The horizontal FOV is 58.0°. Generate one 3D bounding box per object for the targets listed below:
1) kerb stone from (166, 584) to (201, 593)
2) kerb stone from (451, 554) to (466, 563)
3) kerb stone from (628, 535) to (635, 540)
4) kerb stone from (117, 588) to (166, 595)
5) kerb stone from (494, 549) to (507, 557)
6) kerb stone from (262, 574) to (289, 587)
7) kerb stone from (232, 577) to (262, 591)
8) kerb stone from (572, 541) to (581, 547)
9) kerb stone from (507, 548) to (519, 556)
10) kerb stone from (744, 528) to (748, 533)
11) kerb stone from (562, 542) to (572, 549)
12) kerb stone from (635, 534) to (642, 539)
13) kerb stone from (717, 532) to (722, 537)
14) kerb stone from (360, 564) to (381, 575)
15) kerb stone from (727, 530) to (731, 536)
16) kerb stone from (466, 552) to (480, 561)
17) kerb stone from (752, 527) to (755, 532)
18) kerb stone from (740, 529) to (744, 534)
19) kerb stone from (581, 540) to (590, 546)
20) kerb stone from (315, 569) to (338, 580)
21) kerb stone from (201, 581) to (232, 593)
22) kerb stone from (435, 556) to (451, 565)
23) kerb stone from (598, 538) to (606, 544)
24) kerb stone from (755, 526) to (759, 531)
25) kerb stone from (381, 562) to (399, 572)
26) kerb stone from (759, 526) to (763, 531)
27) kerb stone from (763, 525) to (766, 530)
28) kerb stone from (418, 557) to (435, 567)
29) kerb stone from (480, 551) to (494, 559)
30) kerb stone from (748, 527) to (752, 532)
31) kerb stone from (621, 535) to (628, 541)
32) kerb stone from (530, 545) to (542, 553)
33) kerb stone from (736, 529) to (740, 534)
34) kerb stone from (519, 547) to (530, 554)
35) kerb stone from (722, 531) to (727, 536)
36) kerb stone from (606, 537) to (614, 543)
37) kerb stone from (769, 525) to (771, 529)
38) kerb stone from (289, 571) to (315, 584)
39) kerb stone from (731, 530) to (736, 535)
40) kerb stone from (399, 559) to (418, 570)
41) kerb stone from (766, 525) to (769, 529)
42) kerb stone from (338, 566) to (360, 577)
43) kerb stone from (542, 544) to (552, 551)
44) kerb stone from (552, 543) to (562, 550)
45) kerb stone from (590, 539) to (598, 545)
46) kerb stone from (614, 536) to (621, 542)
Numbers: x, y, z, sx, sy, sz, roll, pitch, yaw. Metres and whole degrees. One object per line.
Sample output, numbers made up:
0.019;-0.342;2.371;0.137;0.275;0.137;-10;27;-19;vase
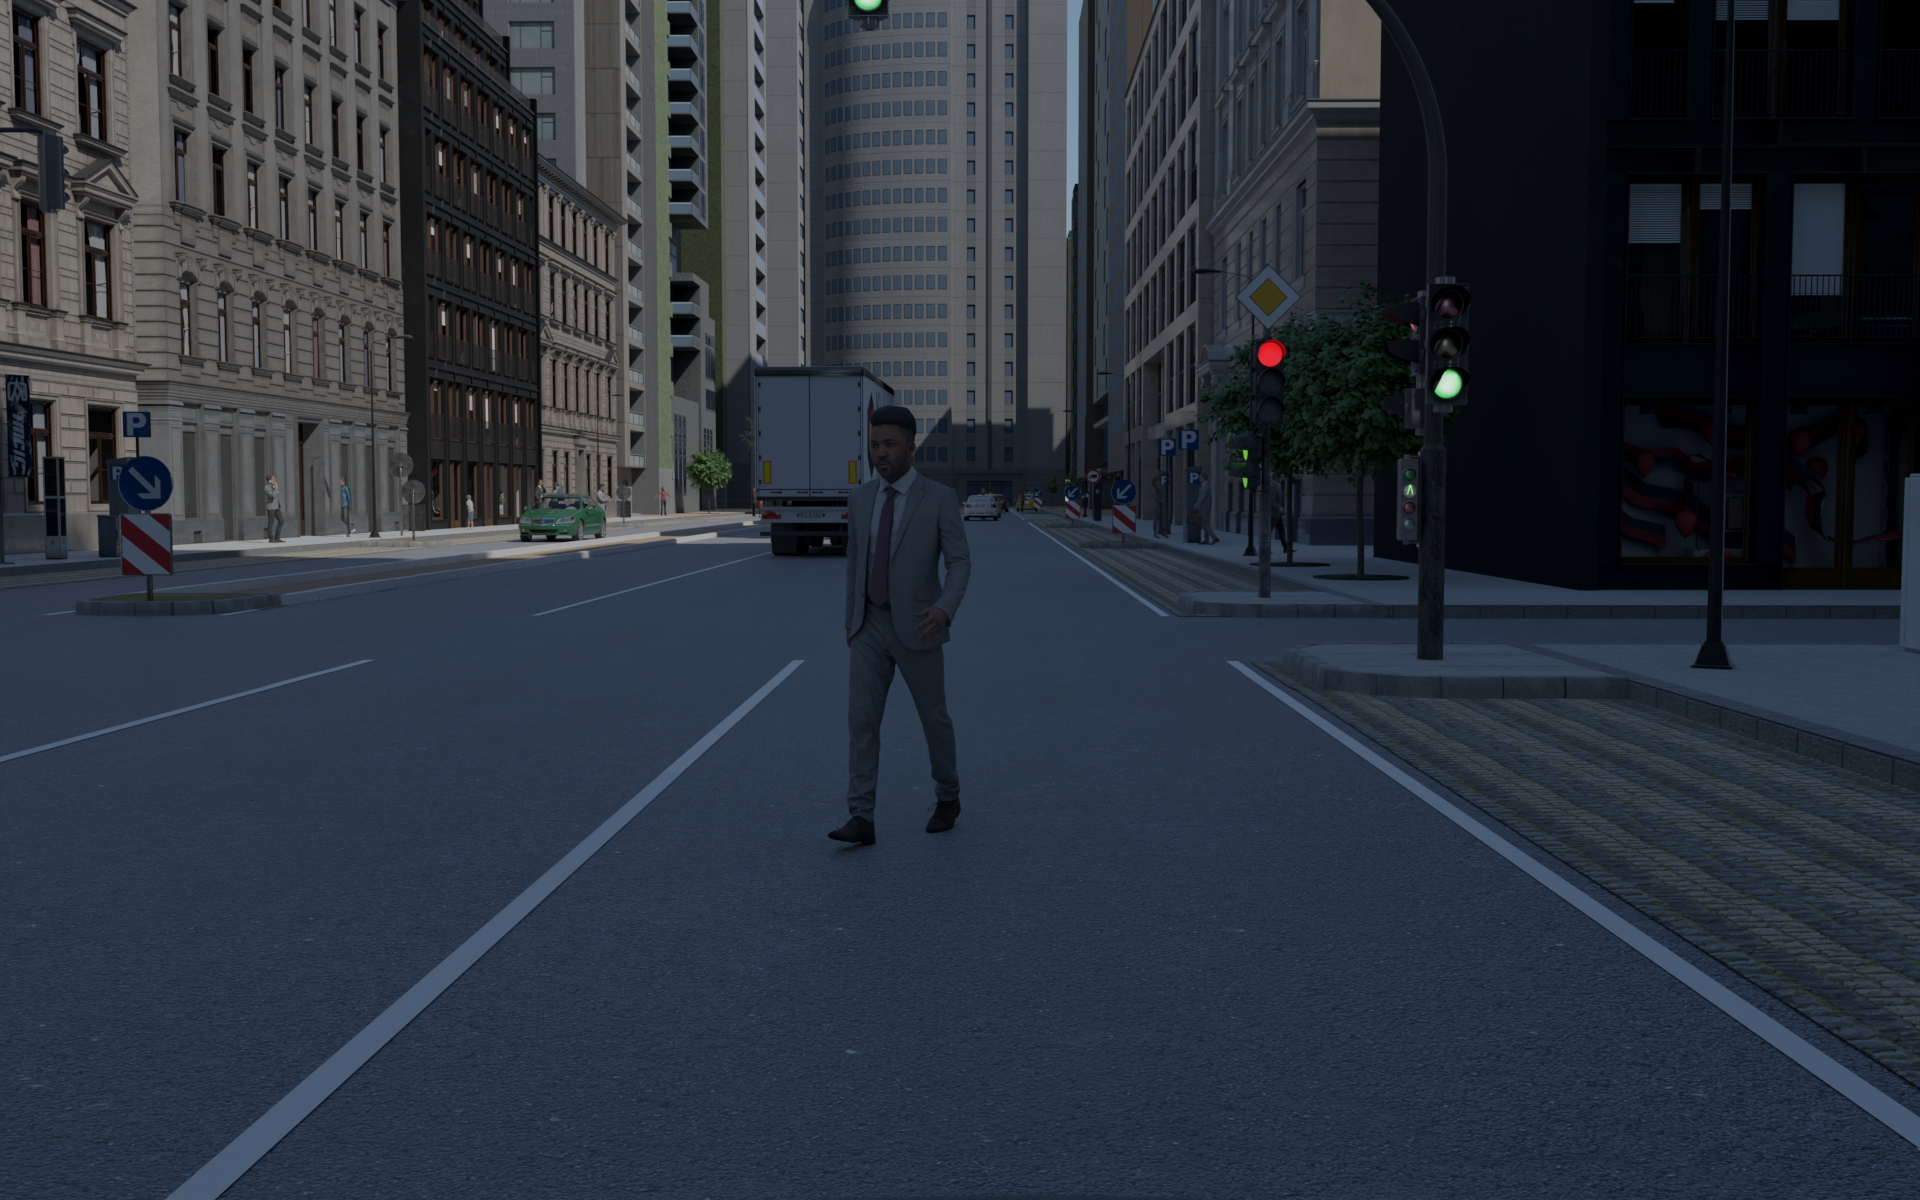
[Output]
-10.749;-0.097;23.781;0.120;0.150;1.000;0;4;1;kerb stone
-10.560;-0.844;36.084;0.120;0.150;1.000;0;4;1;kerb stone
-10.287;-1.914;53.512;0.120;0.150;1.000;0;4;1;kerb stone
-10.767;-0.027;22.753;0.120;0.150;1.000;0;4;1;kerb stone
-10.509;-1.038;39.159;0.120;0.150;1.000;0;4;1;kerb stone
-10.706;-0.285;26.852;0.120;0.150;1.000;0;4;1;kerb stone
-10.715;-0.222;25.830;0.120;0.150;1.000;0;4;1;kerb stone
-10.397;-1.477;46.343;0.120;0.150;1.000;0;4;1;kerb stone
-10.491;-1.099;40.182;0.120;0.150;1.000;0;4;1;kerb stone
-8.015;-2.540;63.717;0.120;0.150;1.000;0;4;1;kerb stone
-10.412;-1.411;45.318;0.120;0.150;1.000;0;4;1;kerb stone
-10.259;-1.978;54.538;0.120;0.150;1.000;0;4;1;kerb stone
-8.117;-2.163;57.567;0.120;0.150;1.000;0;4;1;kerb stone
-10.637;-0.535;30.950;0.120;0.150;1.000;0;4;1;kerb stone
-8.089;-2.279;59.617;0.120;0.150;1.000;0;4;1;kerb stone
-10.540;-0.912;37.108;0.120;0.150;1.000;0;4;1;kerb stone
-7.993;-2.664;65.774;0.120;0.150;1.000;0;4;1;kerb stone
-8.034;-2.477;62.690;0.120;0.150;1.000;0;4;1;kerb stone
-10.376;-1.540;47.373;0.120;0.150;1.000;0;4;1;kerb stone
-10.672;-0.409;28.899;0.120;0.150;1.000;0;4;1;kerb stone
-10.741;-0.160;24.803;0.120;0.150;1.000;0;4;1;kerb stone
-10.574;-0.787;35.062;0.120;0.150;1.000;0;4;1;kerb stone
-10.345;-1.660;49.421;0.120;0.150;1.000;0;4;1;kerb stone
-7.974;-2.727;66.800;0.120;0.150;1.000;0;4;1;kerb stone
-10.626;-0.598;31.974;0.120;0.150;1.000;0;4;1;kerb stone
-7.950;-2.791;67.830;0.120;0.150;1.000;0;4;1;kerb stone
-7.939;-2.854;68.853;0.120;0.150;1.000;0;4;1;kerb stone
-10.588;-0.724;34.039;0.120;0.150;1.000;0;4;1;kerb stone
-10.524;-0.975;38.130;0.120;0.150;1.000;0;4;1;kerb stone
-8.004;-2.596;64.740;0.120;0.150;1.000;0;4;1;kerb stone
-10.299;-1.847;52.490;0.120;0.150;1.000;0;4;1;kerb stone
-10.454;-1.221;42.227;0.120;0.150;1.000;0;4;1;kerb stone
-8.057;-2.414;61.668;0.120;0.150;1.000;0;4;1;kerb stone
-10.476;-1.162;41.204;0.120;0.150;1.000;0;4;1;kerb stone
-8.105;-2.226;58.595;0.120;0.150;1.000;0;4;1;kerb stone
-10.333;-1.724;50.443;0.120;0.150;1.000;0;4;1;kerb stone
-7.911;-2.979;70.898;0.120;0.150;1.000;0;4;1;kerb stone
-10.685;-0.344;27.874;0.120;0.150;1.000;0;4;1;kerb stone
-8.067;-2.351;60.640;0.120;0.150;1.000;0;4;1;kerb stone
-10.604;-0.659;33.001;0.120;0.150;1.000;0;4;1;kerb stone
-7.931;-2.912;69.876;0.120;0.150;1.000;0;4;1;kerb stone
-10.653;-0.473;29.928;0.120;0.150;1.000;0;4;1;kerb stone
-10.447;-1.288;43.254;0.120;0.150;1.000;0;4;1;kerb stone
-10.429;-1.351;44.288;0.120;0.150;1.000;0;4;1;kerb stone
-10.363;-1.601;48.397;0.120;0.150;1.000;0;4;1;kerb stone
-10.318;-1.789;51.468;0.120;0.150;1.000;0;4;1;kerb stone
